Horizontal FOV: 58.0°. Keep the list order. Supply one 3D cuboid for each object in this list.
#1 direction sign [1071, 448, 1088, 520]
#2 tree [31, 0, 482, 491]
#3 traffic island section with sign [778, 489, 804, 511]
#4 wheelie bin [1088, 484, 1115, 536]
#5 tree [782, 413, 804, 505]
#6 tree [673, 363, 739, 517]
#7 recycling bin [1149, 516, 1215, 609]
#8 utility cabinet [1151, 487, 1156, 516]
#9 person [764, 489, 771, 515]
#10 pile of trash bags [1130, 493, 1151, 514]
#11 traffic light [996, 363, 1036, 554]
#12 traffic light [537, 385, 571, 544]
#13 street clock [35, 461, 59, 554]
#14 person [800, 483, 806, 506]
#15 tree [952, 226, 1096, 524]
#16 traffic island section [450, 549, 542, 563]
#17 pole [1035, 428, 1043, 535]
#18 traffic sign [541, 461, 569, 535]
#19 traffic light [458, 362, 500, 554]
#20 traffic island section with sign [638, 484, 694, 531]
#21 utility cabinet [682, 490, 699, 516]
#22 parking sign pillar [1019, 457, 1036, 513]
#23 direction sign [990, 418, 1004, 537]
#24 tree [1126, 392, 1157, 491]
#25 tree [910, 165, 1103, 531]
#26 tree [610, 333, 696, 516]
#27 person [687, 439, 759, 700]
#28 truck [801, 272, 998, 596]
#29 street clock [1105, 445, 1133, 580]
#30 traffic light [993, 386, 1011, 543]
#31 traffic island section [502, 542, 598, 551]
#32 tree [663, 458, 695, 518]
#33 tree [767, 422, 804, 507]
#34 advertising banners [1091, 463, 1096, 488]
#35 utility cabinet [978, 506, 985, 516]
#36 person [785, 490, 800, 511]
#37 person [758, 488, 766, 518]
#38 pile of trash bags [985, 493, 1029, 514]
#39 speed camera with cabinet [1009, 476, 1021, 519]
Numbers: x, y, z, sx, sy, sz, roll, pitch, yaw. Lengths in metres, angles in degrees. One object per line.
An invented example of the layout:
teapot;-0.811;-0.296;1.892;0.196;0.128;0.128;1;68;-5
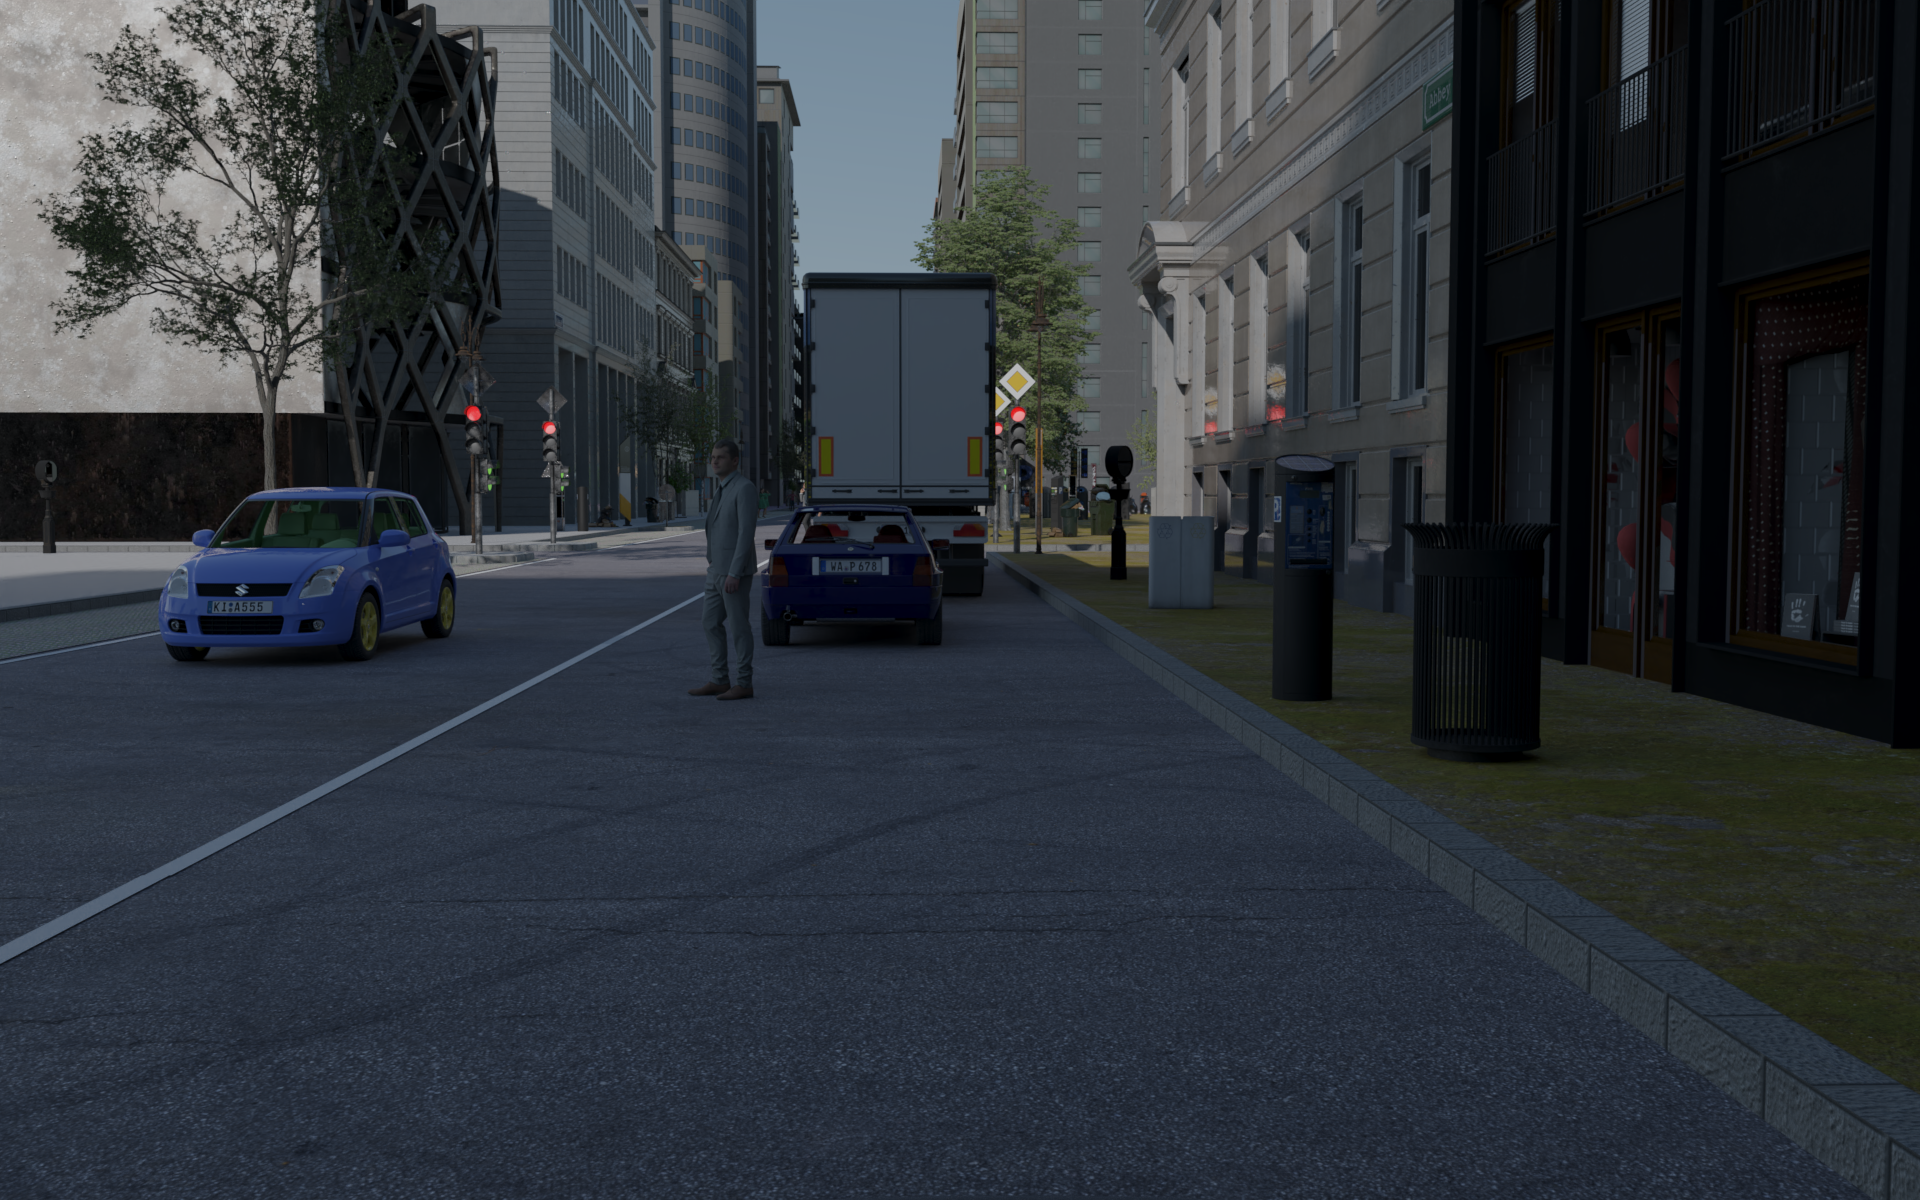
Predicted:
direction sign;5.892;-5.729;85.664;0.876;3.537;0.379;1;4;19
tree;-12.182;-5.831;29.754;8.767;10.594;7.601;1;4;17
traffic island section with sign;-14.205;-8.331;144.846;1.989;1.847;2.006;0;4;-2
wheelie bin;4.397;-2.799;53.677;0.693;1.594;0.980;-2;4;-29
tree;-18.419;-16.083;197.362;8.767;10.594;7.601;0;4;-3
tree;-14.592;-9.026;97.935;4.737;8.622;4.395;0;3;0
recycling bin;2.511;-0.433;19.626;0.722;1.027;0.722;0;4;8
utility cabinet;6.449;-2.785;54.216;0.318;1.500;1.173;-2;4;-32
person;-13.320;-6.722;118.650;0.600;1.795;0.529;2;4;25
pile of trash bags;11.535;-6.188;110.918;1.912;1.369;3.447;1;4;15
traffic light;1.209;-2.957;37.274;0.839;4.253;0.868;0;4;-2
traffic light;-10.534;-3.419;44.824;0.839;4.253;0.868;0;4;-2
street clock;-19.693;-2.008;37.405;0.358;2.002;0.471;0;4;8
person;-4.717;-2.732;53.349;0.473;1.802;0.592;0;4;-1
tree;1.344;-9.601;73.987;9.611;12.733;9.660;0;3;0
traffic island section;-10.285;-0.899;36.977;2.009;0.180;2.903;0;4;-2
pole;2.455;-3.667;53.798;0.158;3.312;0.155;0;3;0
traffic sign;-12.747;-3.336;54.554;0.884;2.594;0.081;0;4;-2
traffic light;-10.244;-2.931;36.844;0.839;4.253;0.868;0;4;-2
traffic island section with sign;-11.404;-3.595;67.400;1.989;1.847;2.006;0;4;-2
utility cabinet;-15.630;-5.605;100.318;0.318;1.500;1.173;2;4;31
parking sign pillar;4.413;-7.847;116.771;1.447;3.967;1.447;1;4;20
direction sign;1.089;-3.663;51.888;0.379;3.537;0.876;-2;4;-26
tree;13.617;-10.259;118.094;4.737;8.622;4.395;0;3;0
tree;1.335;-8.689;60.200;7.486;12.596;7.792;0;3;0
tree;-13.819;-7.862;78.899;4.360;8.622;3.978;0;3;0
person;-1.610;-0.217;12.146;0.391;1.810;0.635;-2;4;-35
truck;-0.931;-2.363;27.544;2.839;4.237;11.283;0;4;-2
street clock;2.376;-1.304;25.897;0.358;2.002;0.471;2;4;35
traffic light;0.920;-3.445;45.254;0.839;4.253;0.868;0;4;-2
traffic island section;-10.574;-1.387;44.957;2.009;0.180;2.903;0;4;-2
tree;-15.054;-6.019;93.012;1.663;3.219;1.824;0;3;0
tree;-17.597;-13.825;176.404;4.360;8.622;3.978;0;3;0
advertising banners;8.042;-6.262;98.578;0.090;3.025;2.074;3;5;39
utility cabinet;0.842;-5.551;99.443;1.173;1.500;0.318;-2;4;-31
person;-13.763;-8.138;142.281;1.217;1.743;0.721;0;4;-4
person;-11.805;-5.774;103.151;0.529;1.795;0.600;1;4;14
pile of trash bags;3.201;-6.387;114.176;3.447;1.369;1.912;1;4;23
speed camera with cabinet;2.641;-5.822;89.532;0.660;3.252;2.038;1;4;15
